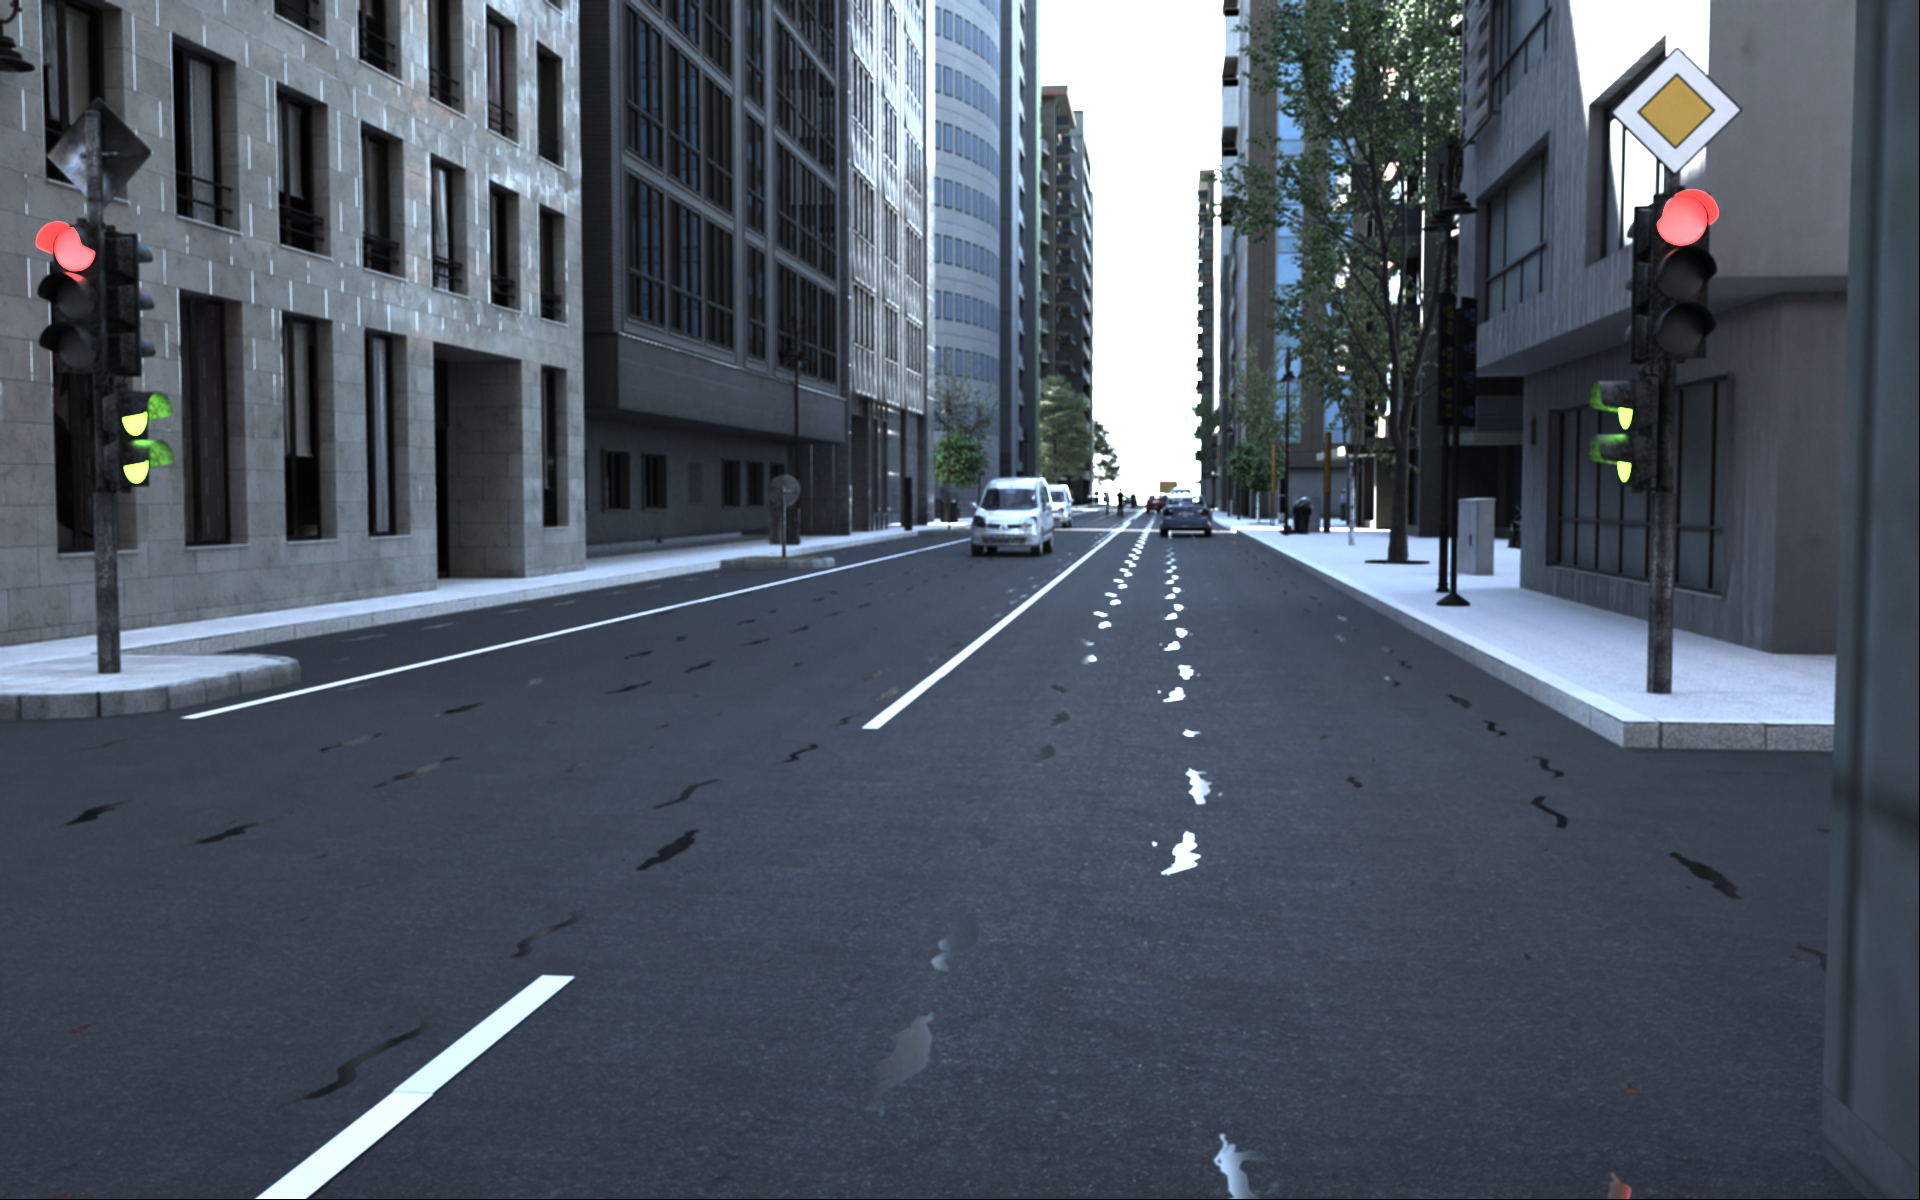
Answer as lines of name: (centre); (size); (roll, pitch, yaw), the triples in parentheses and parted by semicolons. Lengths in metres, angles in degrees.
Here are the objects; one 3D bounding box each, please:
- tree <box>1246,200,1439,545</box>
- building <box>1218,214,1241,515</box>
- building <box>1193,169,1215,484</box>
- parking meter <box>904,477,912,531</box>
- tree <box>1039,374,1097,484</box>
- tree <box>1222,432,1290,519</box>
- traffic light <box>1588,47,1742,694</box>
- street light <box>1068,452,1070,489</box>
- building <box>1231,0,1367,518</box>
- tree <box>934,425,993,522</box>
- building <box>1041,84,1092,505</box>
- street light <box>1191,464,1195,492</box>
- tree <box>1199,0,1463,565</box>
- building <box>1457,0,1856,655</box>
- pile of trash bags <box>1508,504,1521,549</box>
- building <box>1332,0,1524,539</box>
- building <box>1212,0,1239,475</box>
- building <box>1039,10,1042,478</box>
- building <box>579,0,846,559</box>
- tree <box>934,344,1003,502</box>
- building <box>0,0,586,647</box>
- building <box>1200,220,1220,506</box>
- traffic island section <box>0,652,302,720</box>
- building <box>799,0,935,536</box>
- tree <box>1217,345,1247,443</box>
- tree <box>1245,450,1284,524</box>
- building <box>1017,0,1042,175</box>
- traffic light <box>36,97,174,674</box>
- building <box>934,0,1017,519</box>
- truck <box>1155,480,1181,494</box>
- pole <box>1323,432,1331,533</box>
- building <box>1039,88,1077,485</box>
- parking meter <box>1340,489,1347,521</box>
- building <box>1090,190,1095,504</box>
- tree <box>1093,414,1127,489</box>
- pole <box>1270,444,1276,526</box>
tree: (9.757, -5.655, 42.819); (4.737, 8.622, 4.395); (0, 3, 0)
building: (32.105, -16.706, 118.190); (27.650, 21.520, 28.899); (0, 4, 7)
building: (42.083, -35.074, 228.079); (22.147, 44.769, 28.867); (0, 4, 7)
parking meter: (-1.818, -3.372, 60.842); (0.255, 1.863, 0.399); (0, 4, 1)
tree: (9.421, -15.069, 164.502); (7.486, 12.596, 7.792); (0, 3, 0)
tree: (15.201, -6.442, 89.037); (4.285, 4.588, 4.351); (0, 3, 0)
traffic light: (4.499, -1.355, 11.077); (0.839, 4.253, 0.868); (0, 4, 7)
street light: (10.767, -12.147, 171.384); (0.468, 5.910, 1.993); (0, 4, 7)
building: (22.822, -27.327, 96.901); (14.600, 45.320, 14.200); (0, 4, 7)
tree: (-0.096, -5.894, 80.078); (4.285, 4.588, 4.351); (0, 3, 0)
building: (4.751, -35.863, 210.065); (21.300, 48.544, 21.600); (0, 4, 7)
street light: (32.554, -16.550, 243.378); (0.468, 5.910, 1.993); (0, 4, 7)
tree: (8.114, -6.471, 31.559); (9.928, 11.665, 9.643); (0, 3, 0)
building: (12.824, -20.274, 15.079); (14.086, 41.232, 14.154); (0, 4, 7)
pile of trash bags: (14.689, -1.894, 40.726); (3.447, 1.369, 1.912); (1, 4, 19)
building: (24.119, -24.613, 57.047); (22.147, 44.769, 28.867); (0, 4, 7)
building: (35.229, -34.004, 145.208); (28.713, 52.752, 27.495); (0, 4, 7)
building: (-7.361, -33.988, 144.948); (28.713, 52.752, 27.495); (0, 4, 7)
building: (-11.803, -15.166, 41.474); (14.314, 27.812, 24.014); (0, 4, 7)
tree: (-0.047, -8.266, 85.505); (4.360, 8.622, 3.978); (0, 3, 0)
building: (-12.440, -10.159, 20.851); (10.420, 20.320, 16.860); (0, 4, 7)
building: (32.581, -25.186, 183.493); (14.160, 30.474, 14.107); (0, 4, 7)
traffic island section: (-6.129, 0.601, 12.453); (2.009, 0.180, 2.903); (0, 4, 7)
building: (-8.208, -14.997, 63.226); (12.078, 24.808, 19.932); (0, 4, 7)
tree: (14.170, -7.970, 80.673); (4.737, 8.622, 4.395); (0, 3, 0)
tree: (12.701, -4.846, 73.831); (1.663, 3.219, 1.824); (0, 3, 0)
building: (-1.720, -26.909, 123.556); (14.154, 41.232, 14.086); (0, 4, 7)
traffic light: (-6.090, -1.431, 12.313); (0.839, 4.253, 0.868); (0, 4, 7)
building: (-8.271, -34.250, 101.993); (21.231, 58.520, 28.212); (0, 4, 7)
truck: (28.163, -14.589, 234.445); (3.469, 3.379, 9.791); (0, 4, 6)
pole: (12.109, -3.868, 57.090); (0.158, 3.312, 0.155); (0, 3, 0)
building: (0.950, -32.455, 185.267); (22.147, 44.769, 28.867); (0, 4, 7)
parking meter: (18.486, -4.577, 83.250); (0.372, 1.533, 0.369); (0, 3, 0)
building: (10.331, -33.270, 227.562); (14.154, 41.232, 14.086); (0, 4, 7)
tree: (18.591, -19.851, 241.576); (9.611, 12.733, 9.660); (0, 3, 0)
pole: (12.722, -4.680, 70.363); (0.158, 3.312, 0.155); (0, 3, 0)
